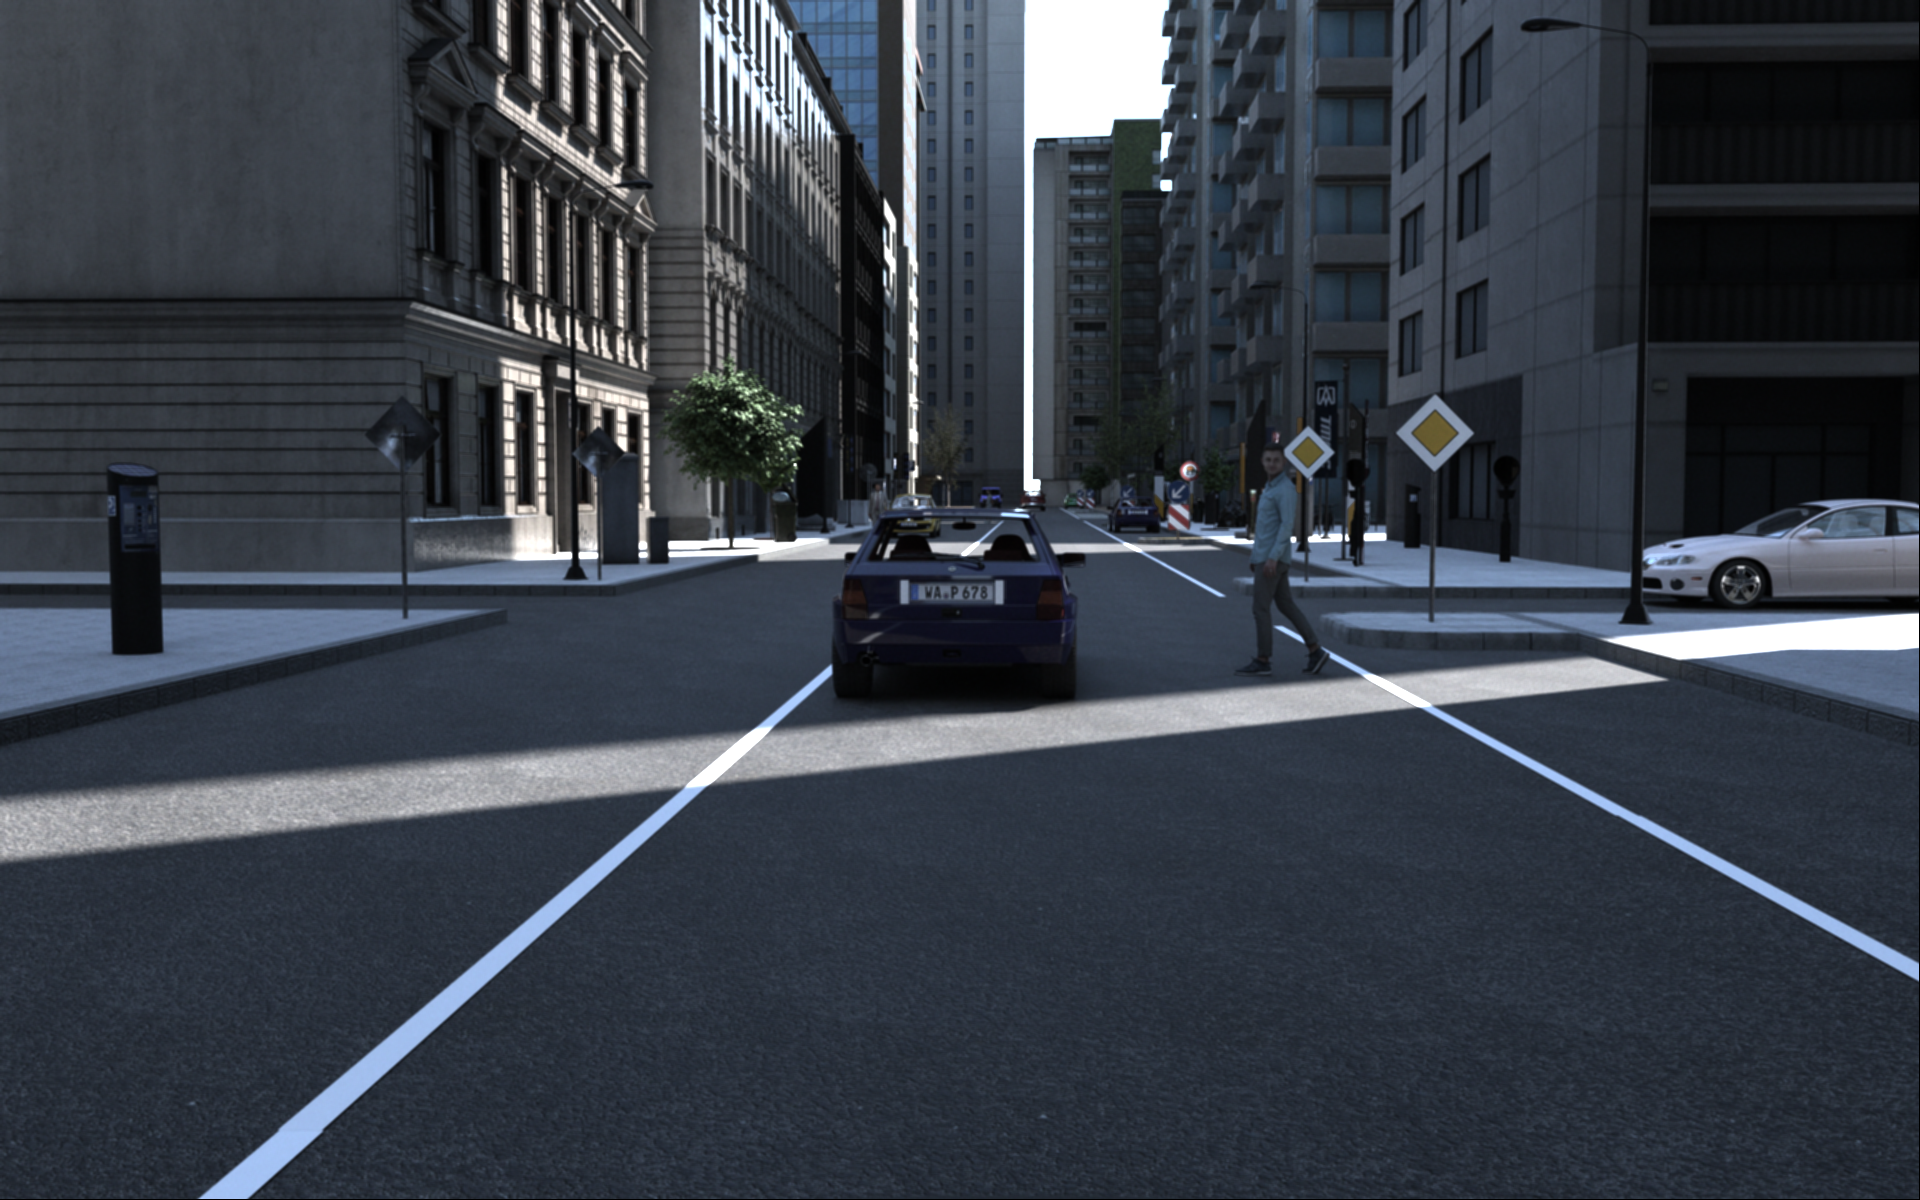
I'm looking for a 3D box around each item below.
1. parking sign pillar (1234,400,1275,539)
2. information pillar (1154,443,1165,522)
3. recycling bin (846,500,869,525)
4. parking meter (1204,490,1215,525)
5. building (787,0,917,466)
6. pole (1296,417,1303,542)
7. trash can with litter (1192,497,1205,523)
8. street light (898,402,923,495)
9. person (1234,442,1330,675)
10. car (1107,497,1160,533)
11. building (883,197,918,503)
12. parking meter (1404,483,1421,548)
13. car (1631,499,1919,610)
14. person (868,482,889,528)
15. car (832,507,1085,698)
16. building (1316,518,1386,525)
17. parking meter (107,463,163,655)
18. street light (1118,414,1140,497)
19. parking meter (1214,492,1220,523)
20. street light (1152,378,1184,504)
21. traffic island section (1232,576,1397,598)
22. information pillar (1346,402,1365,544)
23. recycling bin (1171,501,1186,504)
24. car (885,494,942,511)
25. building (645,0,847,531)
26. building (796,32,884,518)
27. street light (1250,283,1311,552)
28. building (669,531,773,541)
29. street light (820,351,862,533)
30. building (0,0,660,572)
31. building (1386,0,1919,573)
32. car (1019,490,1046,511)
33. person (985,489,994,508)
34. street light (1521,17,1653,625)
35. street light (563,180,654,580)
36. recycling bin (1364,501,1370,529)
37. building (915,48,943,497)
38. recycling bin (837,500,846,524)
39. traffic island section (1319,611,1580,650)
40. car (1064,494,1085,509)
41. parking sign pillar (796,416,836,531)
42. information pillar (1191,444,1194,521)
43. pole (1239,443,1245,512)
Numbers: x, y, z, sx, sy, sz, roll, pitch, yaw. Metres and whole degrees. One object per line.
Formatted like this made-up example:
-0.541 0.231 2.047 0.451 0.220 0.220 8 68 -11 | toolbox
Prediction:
8.707 -3.778 50.239 1.447 3.967 1.447 -1 4 -8 | parking sign pillar
9.174 -5.399 79.623 0.504 3.616 0.183 3 4 37 | information pillar
-4.145 -3.588 71.210 0.722 1.027 0.722 1 4 10 | recycling bin
10.463 -4.095 72.667 0.399 1.863 0.255 -3 4 -37 | parking meter
-10.807 -29.751 136.545 14.600 45.320 14.200 0 4 2 | building
9.067 -3.198 46.132 0.158 3.312 0.155 0 3 0 | pole
10.873 -4.024 77.183 1.055 1.170 0.624 1 4 11 | trash can with litter
-2.541 -7.008 87.118 1.470 5.913 1.316 0 4 2 | street light
2.550 -0.325 13.674 0.748 1.841 0.638 1 4 11 | person
6.525 -3.213 65.118 1.945 1.354 3.894 0 4 1 | car
-17.601 -16.574 116.032 27.650 21.520 28.899 0 4 2 | building
10.778 -2.008 41.236 0.372 1.533 0.369 0 3 0 | parking meter
11.169 -0.607 22.283 4.827 1.381 2.083 0 4 2 | car
-2.403 -2.595 51.196 0.678 1.792 0.850 0 4 6 | person
0.020 -0.057 13.516 1.945 1.354 3.894 0 4 2 | car
24.316 -28.282 82.016 23.786 49.044 30.456 0 4 2 | building
-6.638 -0.338 13.937 0.372 1.533 0.369 0 3 0 | parking meter
9.798 -7.804 100.134 1.470 5.913 1.316 0 4 2 | street light
11.259 -4.160 76.424 0.372 1.533 0.369 0 3 0 | parking meter
8.394 -5.929 69.479 1.470 5.913 1.316 0 4 2 | street light
5.090 -0.188 25.362 2.009 0.180 2.903 0 4 2 | traffic island section
10.086 -3.227 44.123 0.183 3.616 0.504 -2 4 -32 | information pillar
12.465 -5.297 99.167 0.722 1.027 0.722 -2 4 -31 | recycling bin
-1.566 -2.908 57.762 2.015 1.641 3.980 0 4 2 | car
-10.656 -13.752 74.003 9.793 20.994 18.267 0 4 2 | building
-10.861 -16.030 91.771 12.332 23.373 15.834 0 4 2 | building
7.081 -4.022 38.306 1.470 5.913 1.316 0 4 2 | street light
-11.163 -12.634 55.712 9.793 20.994 18.267 0 4 2 | building
-3.877 -5.133 56.459 1.470 5.913 1.316 0 4 2 | street light
-13.250 -10.544 37.025 10.561 19.102 19.286 0 4 2 | building
21.647 -36.541 35.697 20.611 71.187 20.563 0 4 2 | building
6.182 -8.462 147.023 2.281 1.827 5.304 0 4 0 | car
1.433 -4.655 85.608 0.522 1.701 0.512 0 4 6 | person
6.163 -2.721 17.026 1.470 5.913 1.316 0 4 2 | street light
-5.232 -3.258 25.802 1.470 5.913 1.316 0 4 2 | street light
14.691 -3.132 63.763 0.722 1.027 0.722 1 4 19 | recycling bin
-16.457 -31.156 164.020 28.867 44.769 22.147 0 4 2 | building
-4.823 -3.817 74.959 0.722 1.027 0.722 3 5 44 | recycling bin
4.749 0.300 17.384 2.009 0.180 2.903 0 4 2 | traffic island section
10.795 -9.474 163.689 1.959 1.807 4.718 0 4 1 | car
-5.065 -4.400 60.414 1.447 3.967 1.447 3 4 36 | parking sign pillar
10.959 -5.521 81.616 0.183 3.616 0.504 1 4 16 | information pillar
11.173 -4.572 68.593 0.158 3.312 0.155 0 3 0 | pole
